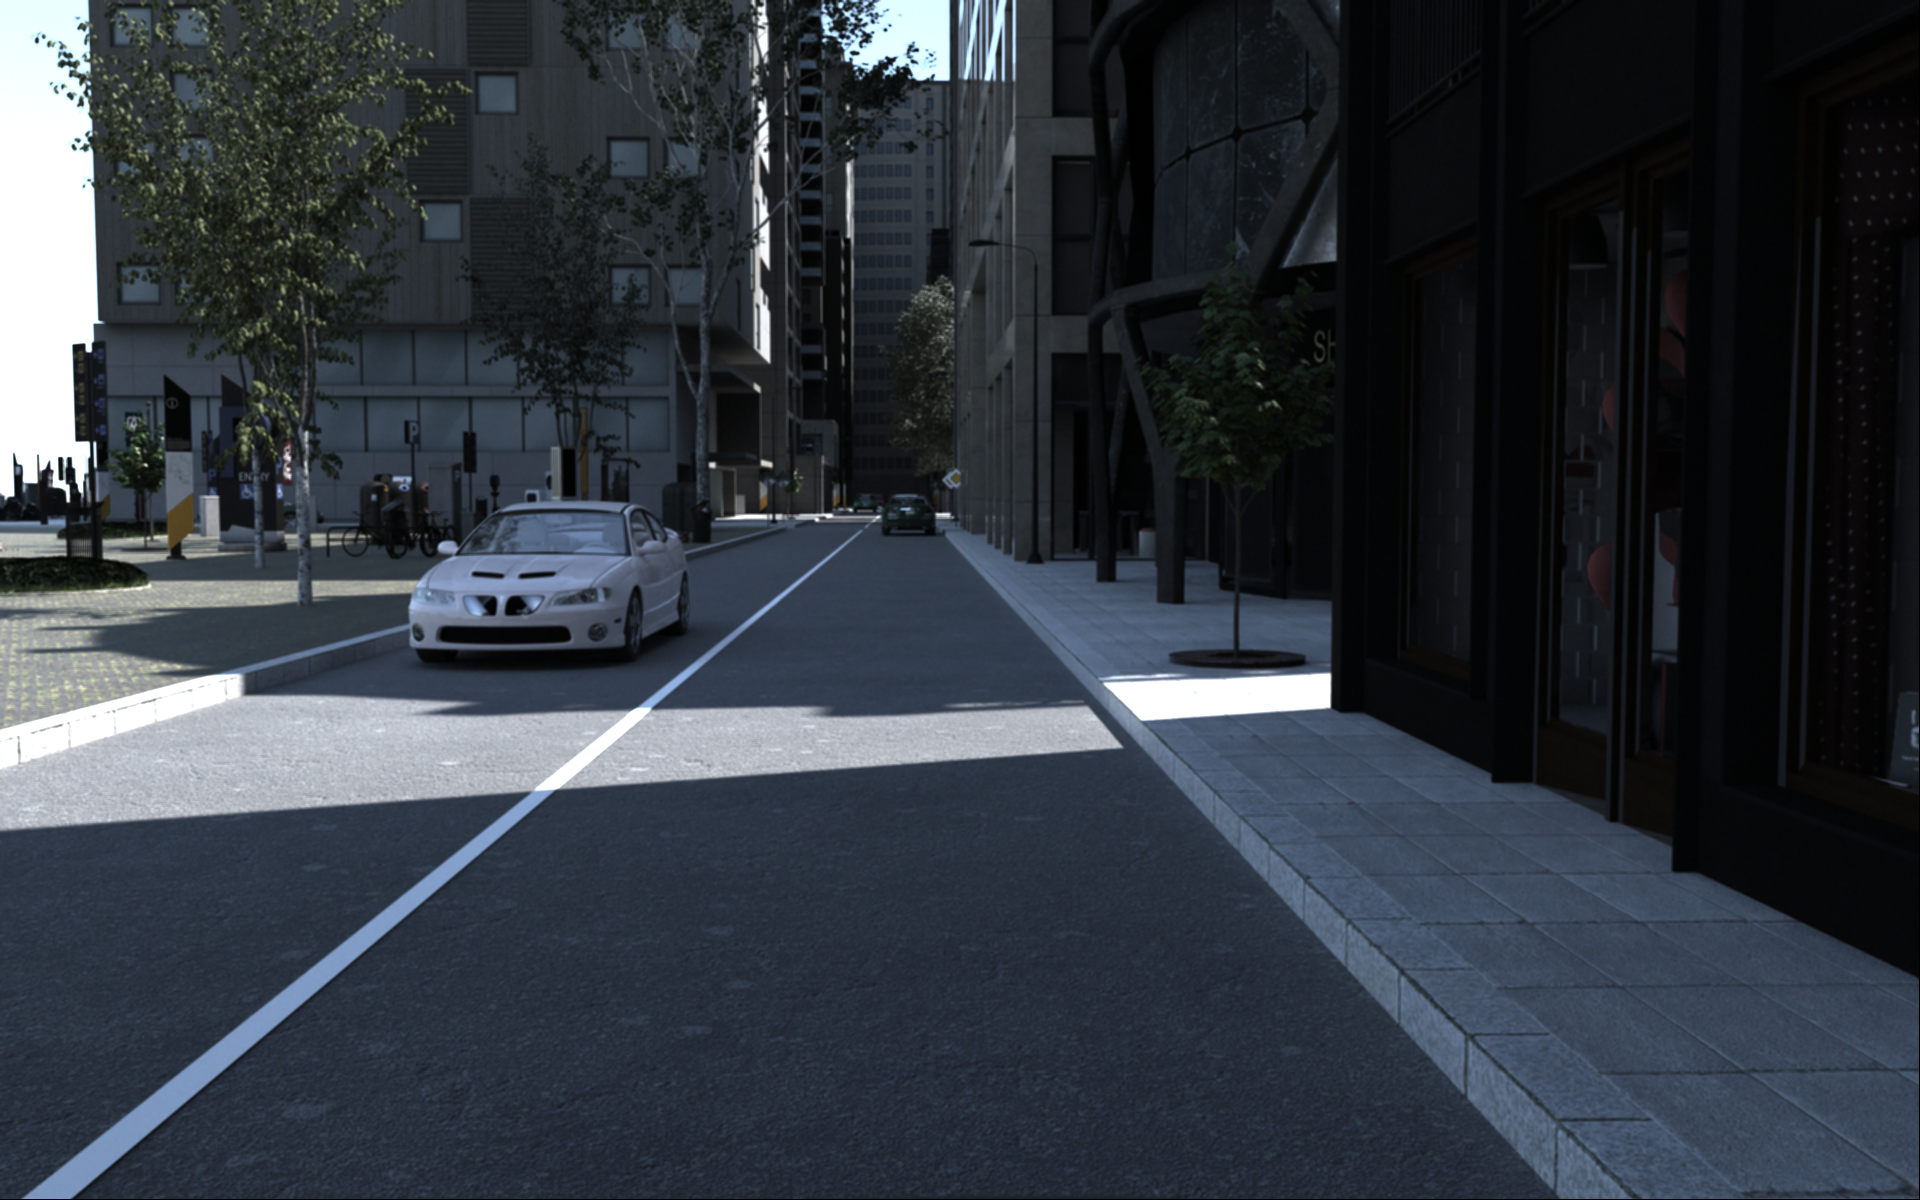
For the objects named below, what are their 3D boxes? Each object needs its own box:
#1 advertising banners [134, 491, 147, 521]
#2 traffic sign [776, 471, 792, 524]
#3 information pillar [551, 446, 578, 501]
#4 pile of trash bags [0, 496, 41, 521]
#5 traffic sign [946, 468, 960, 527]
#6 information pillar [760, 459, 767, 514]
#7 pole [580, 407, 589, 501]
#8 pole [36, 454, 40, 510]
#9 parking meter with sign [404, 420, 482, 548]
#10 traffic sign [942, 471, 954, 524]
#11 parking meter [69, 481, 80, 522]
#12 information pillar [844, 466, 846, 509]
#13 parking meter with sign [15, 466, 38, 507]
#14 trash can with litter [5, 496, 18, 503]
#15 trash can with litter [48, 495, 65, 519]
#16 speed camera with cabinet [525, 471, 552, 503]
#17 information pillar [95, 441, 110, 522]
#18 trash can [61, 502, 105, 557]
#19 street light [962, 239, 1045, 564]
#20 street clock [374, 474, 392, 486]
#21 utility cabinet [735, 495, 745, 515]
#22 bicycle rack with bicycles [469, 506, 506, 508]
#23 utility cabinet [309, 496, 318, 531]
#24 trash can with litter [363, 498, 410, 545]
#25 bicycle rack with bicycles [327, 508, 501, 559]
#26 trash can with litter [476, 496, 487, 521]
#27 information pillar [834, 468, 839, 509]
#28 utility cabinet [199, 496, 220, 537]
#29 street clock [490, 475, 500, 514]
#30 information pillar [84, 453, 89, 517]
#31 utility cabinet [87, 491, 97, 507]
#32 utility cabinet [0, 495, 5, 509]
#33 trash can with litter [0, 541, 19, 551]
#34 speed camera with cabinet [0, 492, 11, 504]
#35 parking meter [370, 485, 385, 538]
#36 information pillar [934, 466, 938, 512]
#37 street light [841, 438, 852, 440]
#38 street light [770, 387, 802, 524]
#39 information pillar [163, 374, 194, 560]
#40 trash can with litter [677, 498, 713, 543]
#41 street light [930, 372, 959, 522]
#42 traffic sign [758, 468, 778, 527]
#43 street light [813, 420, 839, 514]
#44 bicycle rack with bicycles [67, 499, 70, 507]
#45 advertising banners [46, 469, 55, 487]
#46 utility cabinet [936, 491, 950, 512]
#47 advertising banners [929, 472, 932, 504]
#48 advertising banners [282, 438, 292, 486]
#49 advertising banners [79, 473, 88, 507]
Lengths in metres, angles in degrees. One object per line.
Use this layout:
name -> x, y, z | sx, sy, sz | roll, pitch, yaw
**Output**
advertising banners -> -29.909, -4.107, 63.329 | 0.090, 3.025, 2.074 | -3, 5, -39
traffic sign -> -7.638, -4.349, 74.742 | 0.795, 2.450, 0.064 | 0, 4, -2
information pillar -> -6.129, -1.369, 26.879 | 0.304, 2.012, 0.304 | -3, 5, -41
pile of trash bags -> -45.200, -4.386, 81.462 | 1.912, 1.369, 3.447 | 2, 4, 26
traffic sign -> -0.149, -3.873, 66.964 | 0.795, 2.450, 0.064 | 0, 4, -2
information pillar -> -12.434, -7.221, 109.418 | 0.504, 3.616, 0.183 | -1, 4, -9
pole -> -8.860, -2.876, 40.871 | 0.158, 3.312, 0.155 | 0, 3, 0
pole -> -46.383, -5.711, 87.220 | 0.158, 3.312, 0.155 | 0, 3, 0
parking meter with sign -> -12.211, -2.739, 41.049 | 1.738, 3.016, 0.543 | 1, 4, 13
traffic sign -> -0.397, -4.361, 74.945 | 0.795, 2.450, 0.064 | 0, 4, -2
parking meter -> -40.814, -4.534, 79.835 | 0.399, 1.863, 0.255 | -3, 4, -39
information pillar -> -9.671, -9.405, 145.133 | 0.183, 3.616, 0.504 | -1, 4, -13
parking meter with sign -> -58.622, -6.916, 109.345 | 0.543, 3.016, 1.738 | 2, 4, 26
trash can with litter -> -50.498, -4.942, 92.191 | 0.624, 1.170, 1.055 | -2, 4, -30
trash can with litter -> -47.106, -4.784, 89.276 | 1.678, 1.210, 2.233 | 1, 4, 20
speed camera with cabinet -> -15.844, -4.401, 66.296 | 2.038, 3.252, 0.660 | 3, 5, 42
information pillar -> -31.727, -4.447, 64.065 | 0.183, 3.616, 0.504 | 2, 4, 24
trash can -> -16.340, -1.263, 32.311 | 0.748, 1.137, 0.748 | 0, 3, 0
street light -> 0.843, -3.621, 31.750 | 1.470, 5.913, 1.316 | 0, 4, -2
street clock -> -21.115, -3.583, 63.152 | 0.358, 2.002, 0.471 | 2, 4, 25
utility cabinet -> -13.694, -5.805, 106.071 | 1.020, 1.237, 0.306 | 0, 4, -6
bicycle rack with bicycles -> -13.594, -2.290, 50.818 | 2.925, 0.926, 2.852 | 2, 4, 25
utility cabinet -> -22.700, -3.031, 60.719 | 0.306, 1.237, 1.020 | -1, 4, -19
trash can with litter -> -14.479, -1.979, 43.744 | 0.624, 1.170, 1.055 | 3, 4, 38
bicycle rack with bicycles -> -11.500, -1.367, 35.728 | 2.852, 0.926, 2.925 | 2, 4, 29
trash can with litter -> -16.209, -2.989, 59.923 | 1.678, 1.210, 2.233 | 2, 4, 25
information pillar -> -10.583, -9.598, 148.284 | 0.504, 3.616, 0.183 | -1, 4, -11
utility cabinet -> -22.373, -2.511, 52.223 | 0.306, 1.237, 1.020 | 2, 4, 33
street clock -> -17.722, -3.758, 66.011 | 0.358, 2.002, 0.471 | 0, 4, 3
information pillar -> -49.501, -6.530, 98.117 | 0.183, 3.616, 0.504 | -2, 4, -26
utility cabinet -> -62.148, -7.052, 123.984 | 0.318, 1.500, 1.173 | -1, 4, -11
utility cabinet -> -60.916, -6.017, 109.539 | 1.020, 1.237, 0.306 | 1, 4, 11
trash can with litter -> -22.474, -1.699, 38.830 | 2.233, 1.210, 1.678 | -1, 4, -18
speed camera with cabinet -> -65.739, -7.578, 118.236 | 0.660, 3.252, 2.038 | 1, 4, 11
parking meter -> -15.844, -2.369, 47.145 | 0.372, 1.533, 0.369 | 0, 3, 0
information pillar -> -1.717, -8.044, 122.873 | 0.183, 3.616, 0.504 | -3, 4, -36
street light -> -9.652, -10.460, 143.566 | 1.470, 5.913, 1.316 | 0, 4, -2
street light -> -7.534, -6.265, 74.977 | 1.470, 5.913, 1.316 | 0, 4, -2
information pillar -> -15.347, -2.608, 33.997 | 0.504, 3.616, 0.183 | -2, 4, -32
trash can with litter -> -7.038, -2.088, 45.532 | 1.055, 1.170, 0.624 | 0, 4, 8
street light -> -0.290, -5.726, 66.166 | 1.470, 5.913, 1.316 | 0, 4, -2
traffic sign -> -7.391, -3.860, 66.761 | 0.795, 2.450, 0.064 | 0, 4, -2
street light -> -8.589, -8.363, 109.272 | 1.470, 5.913, 1.316 | 0, 4, -2
bicycle rack with bicycles -> -66.269, -7.145, 130.196 | 2.852, 0.926, 2.925 | -1, 4, -18
advertising banners -> -64.569, -7.659, 121.413 | 2.074, 3.025, 0.090 | -1, 4, -17
utility cabinet -> -1.314, -7.071, 124.292 | 1.173, 1.500, 0.318 | -2, 4, -27
advertising banners -> -2.336, -8.615, 137.048 | 0.090, 3.025, 2.074 | 0, 4, -5
advertising banners -> -21.456, -3.521, 53.754 | 0.090, 3.025, 2.074 | 2, 4, 27
advertising banners -> -74.055, -9.139, 145.615 | 0.090, 3.025, 2.074 | 1, 4, 19
